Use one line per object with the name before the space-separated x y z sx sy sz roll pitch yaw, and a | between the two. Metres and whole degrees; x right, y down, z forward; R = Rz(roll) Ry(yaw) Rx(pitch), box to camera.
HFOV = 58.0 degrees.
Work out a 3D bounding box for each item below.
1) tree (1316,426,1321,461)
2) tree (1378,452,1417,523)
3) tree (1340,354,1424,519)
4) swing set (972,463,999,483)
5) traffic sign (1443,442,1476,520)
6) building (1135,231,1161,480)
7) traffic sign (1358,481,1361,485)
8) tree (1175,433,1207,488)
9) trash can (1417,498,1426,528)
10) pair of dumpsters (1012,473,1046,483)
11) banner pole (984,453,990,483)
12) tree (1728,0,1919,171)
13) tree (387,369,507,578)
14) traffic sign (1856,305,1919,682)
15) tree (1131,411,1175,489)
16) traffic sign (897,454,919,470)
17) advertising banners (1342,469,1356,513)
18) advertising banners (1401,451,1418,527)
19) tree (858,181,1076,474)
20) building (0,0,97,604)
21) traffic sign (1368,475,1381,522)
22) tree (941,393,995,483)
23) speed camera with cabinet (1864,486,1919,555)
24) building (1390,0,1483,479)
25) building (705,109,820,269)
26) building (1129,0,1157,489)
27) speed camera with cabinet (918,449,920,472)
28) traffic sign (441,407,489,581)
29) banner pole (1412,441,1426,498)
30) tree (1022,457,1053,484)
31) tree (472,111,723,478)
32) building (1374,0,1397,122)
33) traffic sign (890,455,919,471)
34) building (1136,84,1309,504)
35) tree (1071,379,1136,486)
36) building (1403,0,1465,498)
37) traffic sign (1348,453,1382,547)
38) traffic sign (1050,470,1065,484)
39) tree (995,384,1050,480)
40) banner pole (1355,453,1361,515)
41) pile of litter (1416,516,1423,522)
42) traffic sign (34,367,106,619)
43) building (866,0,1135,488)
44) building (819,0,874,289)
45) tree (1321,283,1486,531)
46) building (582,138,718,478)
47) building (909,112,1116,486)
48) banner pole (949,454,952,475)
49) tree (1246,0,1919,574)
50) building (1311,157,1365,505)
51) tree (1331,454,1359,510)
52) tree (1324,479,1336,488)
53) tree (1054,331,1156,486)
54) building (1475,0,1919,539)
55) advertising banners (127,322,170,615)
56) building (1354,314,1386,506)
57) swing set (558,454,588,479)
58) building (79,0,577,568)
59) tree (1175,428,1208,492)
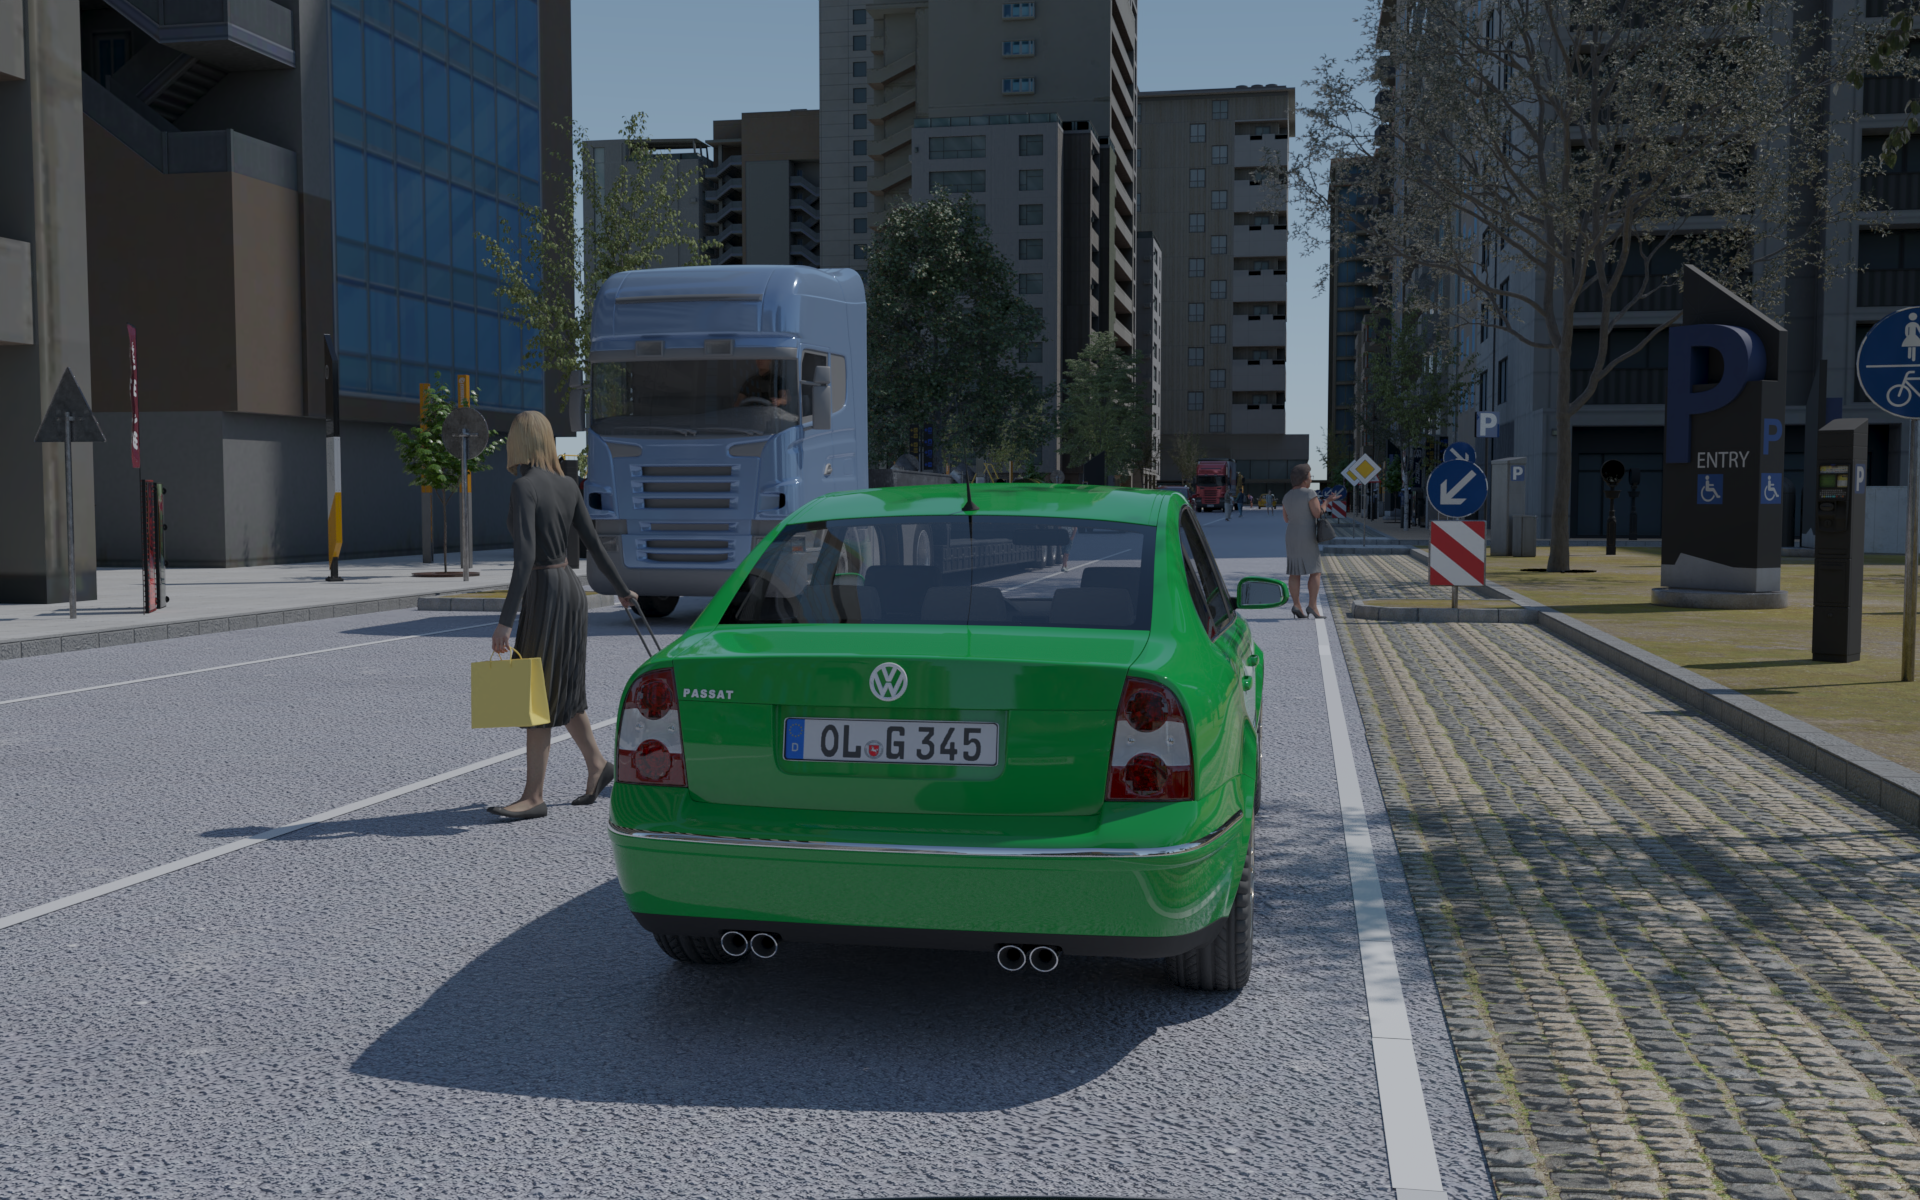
tree | 37.612 -13.613 172.941 4.737 8.622 4.395 0 3 0
tree | 19.155 -5.012 76.543 1.663 3.219 1.824 0 3 0
tree | 22.148 -8.581 90.656 4.360 8.622 3.978 0 3 0
swing set | 1.354 -5.516 87.808 2.862 2.851 3.119 0 4 8
traffic sign | 12.132 -2.569 42.108 0.768 2.556 0.104 1 4 13
building | 15.106 -25.751 192.733 14.107 30.474 14.160 1 4 11
traffic sign | 23.581 -6.176 100.983 0.884 2.594 0.081 1 4 15
tree | 27.004 -15.444 202.870 4.737 8.622 4.395 0 3 0
trash can | 17.750 -3.320 65.933 0.748 1.137 0.748 0 3 0
pair of dumpsters | 3.157 -4.687 79.134 1.574 2.255 4.437 1 4 11
banner pole | 1.558 -7.092 105.966 0.863 3.779 0.401 -2 4 -30
tree | 5.391 -3.499 7.574 4.360 8.622 3.978 0 3 0
tree | -8.169 -1.984 27.044 1.663 3.219 1.824 0 3 0
traffic sign | 6.497 -0.715 11.795 0.768 2.556 0.104 1 4 19
tree | 15.614 -12.060 147.537 4.360 8.622 3.978 0 3 0
traffic sign | -1.680 -3.360 55.050 0.768 2.556 0.104 1 4 11
advertising banners | 26.897 -7.563 119.849 0.090 3.025 2.074 3 4 38
advertising banners | 17.913 -4.458 69.081 0.090 3.025 2.074 0 4 -2
tree | -0.816 -8.994 64.053 9.611 12.733 9.660 0 3 0
building | -22.904 -23.702 11.233 21.300 48.544 21.600 1 4 11
traffic sign | 19.154 -4.927 80.565 0.884 2.594 0.081 1 4 17
tree | -0.702 -9.140 99.808 4.737 8.622 4.395 0 3 0
speed camera with cabinet | 19.427 -2.612 37.038 0.660 3.252 2.038 -3 4 -38
building | 39.779 -29.293 129.053 14.600 45.320 14.200 1 4 11
building | -20.086 -33.575 199.063 14.200 45.320 14.600 1 4 11
building | 9.238 -44.938 172.995 20.563 71.187 20.611 1 4 11
speed camera with cabinet | -1.757 -5.065 77.152 0.660 3.252 2.038 1 4 18
traffic sign | -7.264 -1.547 25.394 0.768 2.556 0.104 1 4 15
banner pole | 21.711 -5.605 81.666 0.863 3.779 0.401 -1 4 -14
tree | 3.386 -5.410 83.049 1.663 3.219 1.824 0 3 0
tree | -6.687 -5.038 32.742 4.737 8.622 4.395 0 3 0
building | 47.091 -30.275 149.624 22.147 44.769 28.867 1 4 11
traffic sign | -1.455 -2.498 44.487 0.795 2.450 0.064 1 4 11
building | 31.476 -38.872 224.800 27.495 52.752 28.713 1 4 11
tree | 9.221 -9.852 111.435 4.737 8.622 4.395 0 3 0
building | 39.111 -29.694 105.102 23.786 49.044 30.456 1 4 11
traffic sign | 9.873 -2.362 42.268 0.795 2.450 0.064 1 4 11
traffic sign | 5.130 -5.583 91.392 0.768 2.556 0.104 1 4 15
tree | 4.047 -10.000 113.864 4.737 8.622 4.395 0 3 0
banner pole | 24.532 -7.117 106.383 0.401 3.779 0.863 -1 4 -16
pile of litter | 21.430 -4.005 79.452 1.176 0.858 1.719 3 5 40
traffic sign | -9.129 -1.086 17.753 0.884 2.594 0.081 1 4 16
building | 3.688 -32.361 152.803 21.300 48.544 21.600 1 4 11
building | -2.858 -46.057 191.279 20.611 71.187 20.563 1 4 11
tree | 15.717 -6.717 60.185 4.737 8.622 4.395 0 3 0
building | -34.584 -31.697 201.841 14.086 41.232 14.154 1 4 11
building | 4.398 -22.224 135.062 14.160 30.474 14.107 1 4 11
banner pole | -0.517 -6.429 95.123 0.401 3.779 0.863 1 4 11
tree | 9.987 -7.198 28.055 12.009 13.543 11.850 0 3 0
building | 58.799 -34.346 216.179 28.867 44.769 22.147 1 4 11
tree | 31.743 -9.572 140.218 4.285 4.588 4.351 0 3 0
tree | 39.168 -11.402 181.016 1.663 3.219 1.824 0 3 0
tree | 10.038 -12.425 121.278 7.486 12.596 7.792 0 3 0
building | 28.614 -37.738 55.265 20.611 71.187 20.563 1 4 11
advertising banners | -8.785 -1.378 18.724 0.090 3.025 2.074 -1 4 -17
building | 55.184 -20.373 178.132 27.650 21.520 28.899 1 4 11
swing set | -15.283 -4.408 69.692 2.862 2.851 3.119 1 4 16
building | -17.874 -23.645 36.708 14.200 45.320 14.600 1 4 11
tree | 25.044 -14.797 192.297 4.360 8.622 3.978 0 3 0
